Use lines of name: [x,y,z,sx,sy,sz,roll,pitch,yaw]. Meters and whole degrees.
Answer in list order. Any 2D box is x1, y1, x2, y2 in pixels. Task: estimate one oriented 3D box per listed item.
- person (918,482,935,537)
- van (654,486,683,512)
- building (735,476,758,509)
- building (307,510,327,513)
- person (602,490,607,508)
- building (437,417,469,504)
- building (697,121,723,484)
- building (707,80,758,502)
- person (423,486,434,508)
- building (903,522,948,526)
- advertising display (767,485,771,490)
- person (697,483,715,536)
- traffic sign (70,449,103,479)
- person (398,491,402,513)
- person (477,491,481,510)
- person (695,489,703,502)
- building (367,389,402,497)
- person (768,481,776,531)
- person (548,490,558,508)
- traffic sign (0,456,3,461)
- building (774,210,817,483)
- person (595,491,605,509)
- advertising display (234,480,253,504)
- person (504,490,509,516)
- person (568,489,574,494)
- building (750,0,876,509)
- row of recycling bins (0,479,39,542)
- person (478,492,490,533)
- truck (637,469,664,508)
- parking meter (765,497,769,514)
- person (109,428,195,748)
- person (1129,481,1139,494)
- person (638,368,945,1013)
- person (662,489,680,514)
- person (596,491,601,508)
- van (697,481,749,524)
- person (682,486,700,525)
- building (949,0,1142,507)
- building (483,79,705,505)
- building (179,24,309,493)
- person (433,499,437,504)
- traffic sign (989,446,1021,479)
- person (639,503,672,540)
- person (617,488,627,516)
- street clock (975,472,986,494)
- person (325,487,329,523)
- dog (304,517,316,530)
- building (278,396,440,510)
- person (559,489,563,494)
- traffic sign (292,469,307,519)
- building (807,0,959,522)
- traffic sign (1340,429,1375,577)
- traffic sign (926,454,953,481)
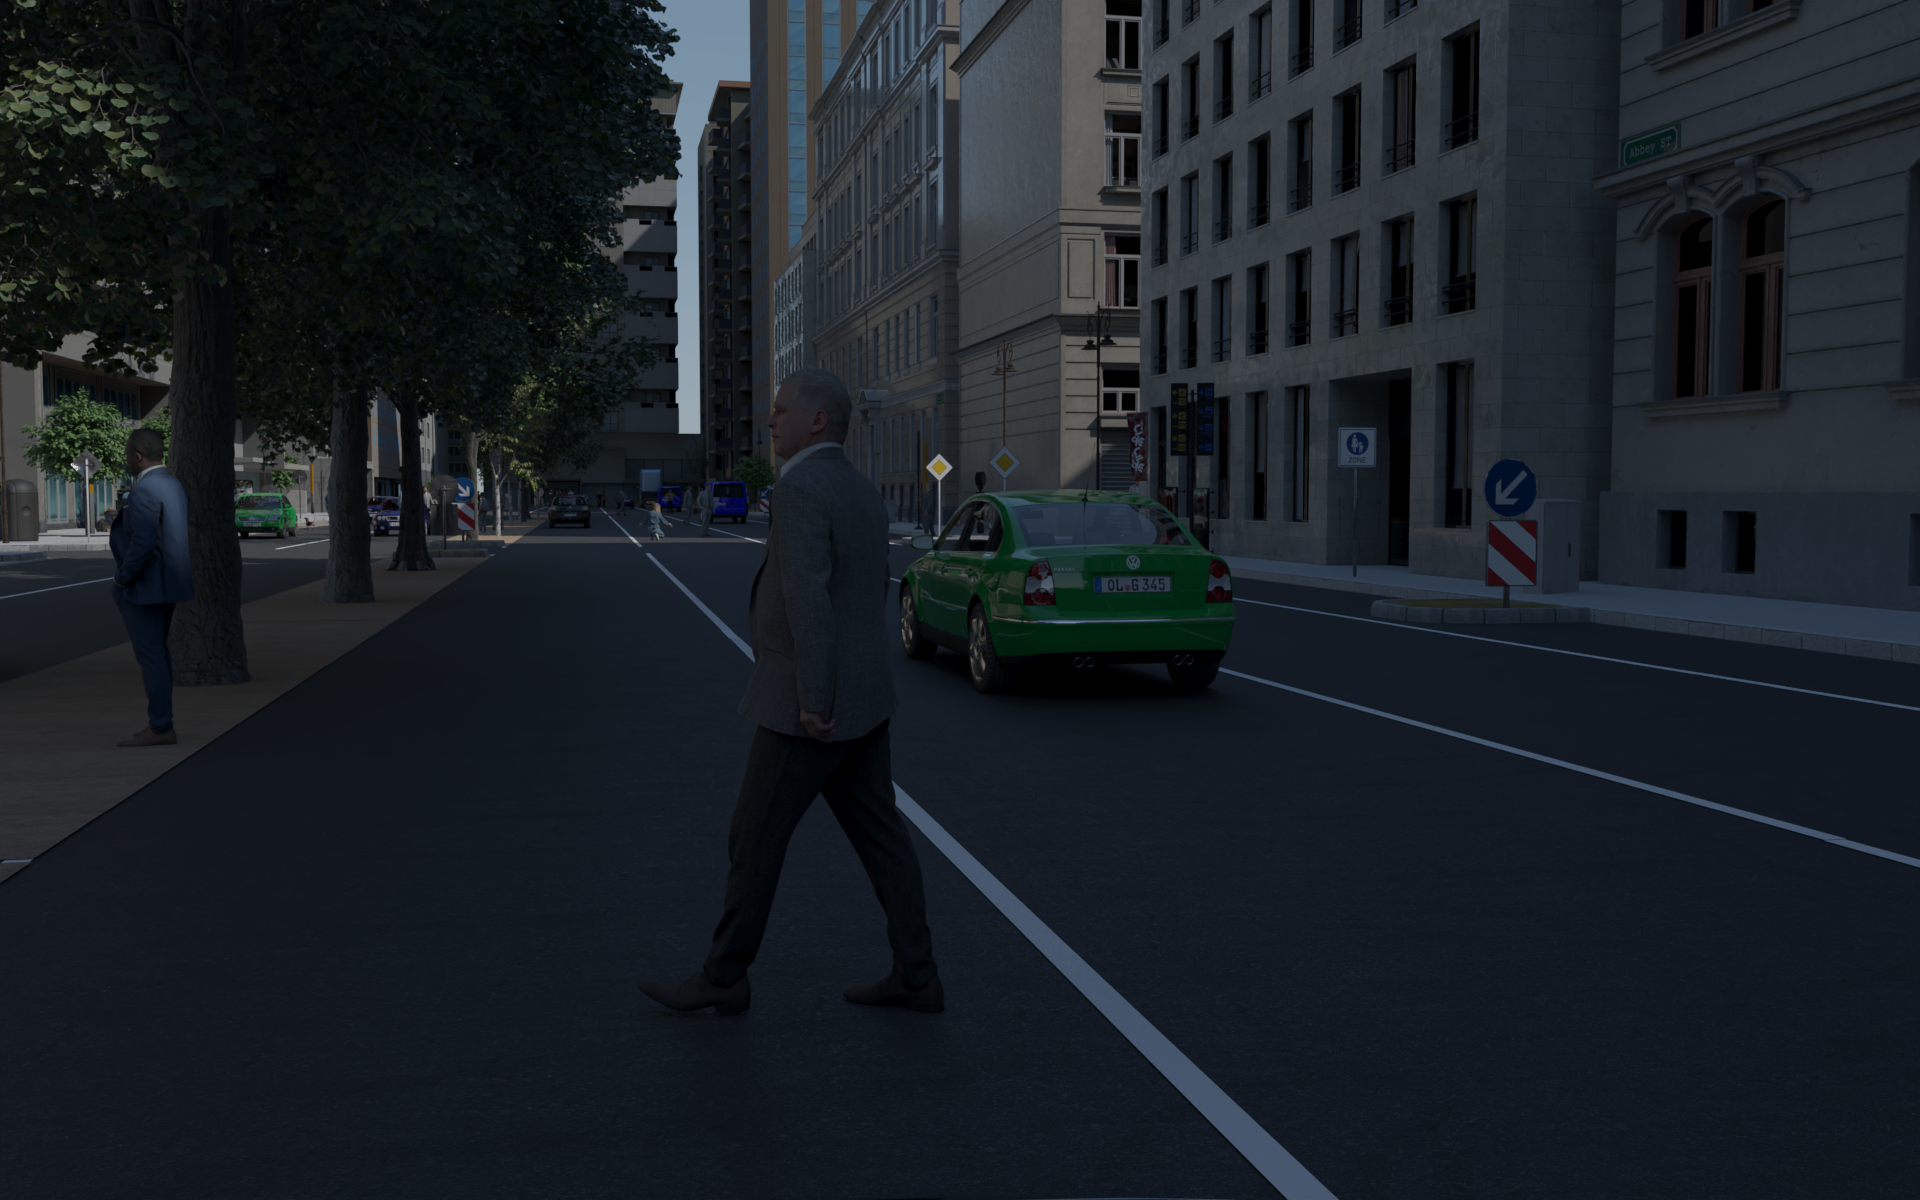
person: [-1.073,-2.824,54.841,0.590,1.801,0.661,0,4,2]
van: [-23.786,-8.385,141.479,2.240,2.365,5.245,-1,4,-12]
building: [-4.140,-28.588,159.299,32.217,40.220,23.993,-1,4,-12]
building: [-54.039,-41.970,124.459,20.563,71.187,20.611,-1,4,-12]
person: [-37.586,-10.671,183.065,0.705,1.812,1.348,0,4,6]
building: [-72.319,-31.891,213.292,23.993,40.220,32.217,-1,4,-12]
building: [-22.074,-36.385,218.595,21.600,48.544,21.300,-1,4,-12]
building: [-15.205,-32.394,184.259,22.147,44.769,28.867,-1,4,-12]
person: [-23.002,-4.018,74.463,0.678,1.792,0.850,-2,4,-29]
building: [3.357,-17.945,79.300,13.634,28.700,20.117,-1,4,-12]
advertising display: [-13.598,-7.258,123.874,0.123,1.923,0.974,-2,4,-24]
person: [-8.694,-3.105,59.370,0.391,1.810,0.635,3,4,37]
traffic sign: [-22.767,-2.629,45.175,0.795,2.593,0.064,-1,4,-12]
person: [-18.244,-2.953,57.050,0.793,1.790,0.793,0,4,1]
person: [-42.682,-8.843,153.913,0.721,1.723,1.217,0,4,4]
person: [-20.143,-7.751,135.306,0.705,1.814,1.350,3,4,38]
building: [-58.544,-31.020,157.286,14.600,45.320,14.200,-1,4,-12]
person: [-6.481,-3.232,60.702,0.474,1.900,0.648,-1,4,-15]
person: [-29.777,-7.180,126.695,0.742,1.727,0.445,-2,4,-32]
traffic sign: [-21.083,-2.152,37.369,0.795,2.593,0.064,-1,4,-12]
building: [-6.452,-16.037,116.958,10.420,20.320,16.860,-1,4,-12]
person: [-35.646,-9.948,171.675,1.217,1.766,0.721,-2,4,-31]
advertising display: [-32.330,-4.451,77.984,0.974,1.923,0.123,-3,4,-38]
person: [-29.575,-6.377,113.332,0.480,1.755,0.524,-1,4,-13]
person: [-31.153,-7.950,138.351,0.599,1.838,0.709,3,5,44]
building: [-9.065,-29.847,138.116,14.600,45.320,14.200,-1,4,-12]
row of recycling bins: [-26.169,-2.508,48.123,1.069,1.692,3.534,-2,4,-32]
person: [-17.308,-3.159,62.748,0.523,1.515,0.503,-1,4,-17]
truck: [-32.402,-11.832,183.215,2.967,4.110,18.799,-1,4,-12]
parking meter: [-12.649,-6.470,114.196,0.372,1.533,0.369,0,3,0]
person: [-4.589,-0.072,9.852,0.419,1.800,0.721,-1,4,-12]
person: [5.314,-2.784,51.400,0.661,1.843,0.795,1,4,22]
person: [-0.458,0.251,4.801,0.834,1.777,0.661,0,4,8]
person: [-21.344,-7.291,127.719,1.348,1.823,0.705,-2,4,-25]
person: [-37.876,-10.532,181.150,0.568,1.767,0.683,0,4,6]
van: [-11.784,-4.997,86.085,2.240,2.365,5.245,-1,4,-14]
person: [-12.687,-4.441,81.231,0.853,1.813,0.709,1,4,16]
building: [15.387,-13.973,61.744,30.059,22.955,16.112,-1,4,-12]
building: [-47.013,-38.436,217.674,27.495,52.752,28.713,-1,4,-12]
building: [-52.150,-30.881,94.144,28.713,52.752,27.495,-1,4,-12]
person: [-33.964,-6.067,111.974,0.475,1.303,0.640,1,4,16]
traffic sign: [1.107,-2.442,42.118,0.795,2.593,0.064,-1,4,-12]
person: [-9.544,-2.439,53.877,1.012,1.151,0.738,1,4,8]
person: [-22.238,-6.450,114.065,0.850,1.850,0.679,-3,5,-40]
street clock: [0.664,-3.162,56.266,0.358,2.002,0.471,1,4,20]
person: [-30.783,-4.642,84.581,0.419,1.800,0.721,0,4,-5]
dog: [-25.936,-3.047,69.110,0.540,0.507,0.406,0,4,-5]
building: [-65.743,-45.257,178.198,20.611,71.187,20.563,-1,4,-12]
person: [-28.805,-7.126,124.940,0.705,1.831,1.348,0,4,-7]
traffic sign: [-34.016,-5.452,89.247,0.768,2.556,0.104,0,4,-3]
building: [-0.830,-19.146,98.940,13.634,28.700,20.117,-1,4,-12]
traffic sign: [6.118,-1.507,26.773,0.606,2.300,0.079,-1,4,-9]
traffic sign: [-0.578,-2.920,49.924,0.795,2.593,0.064,-1,4,-12]
